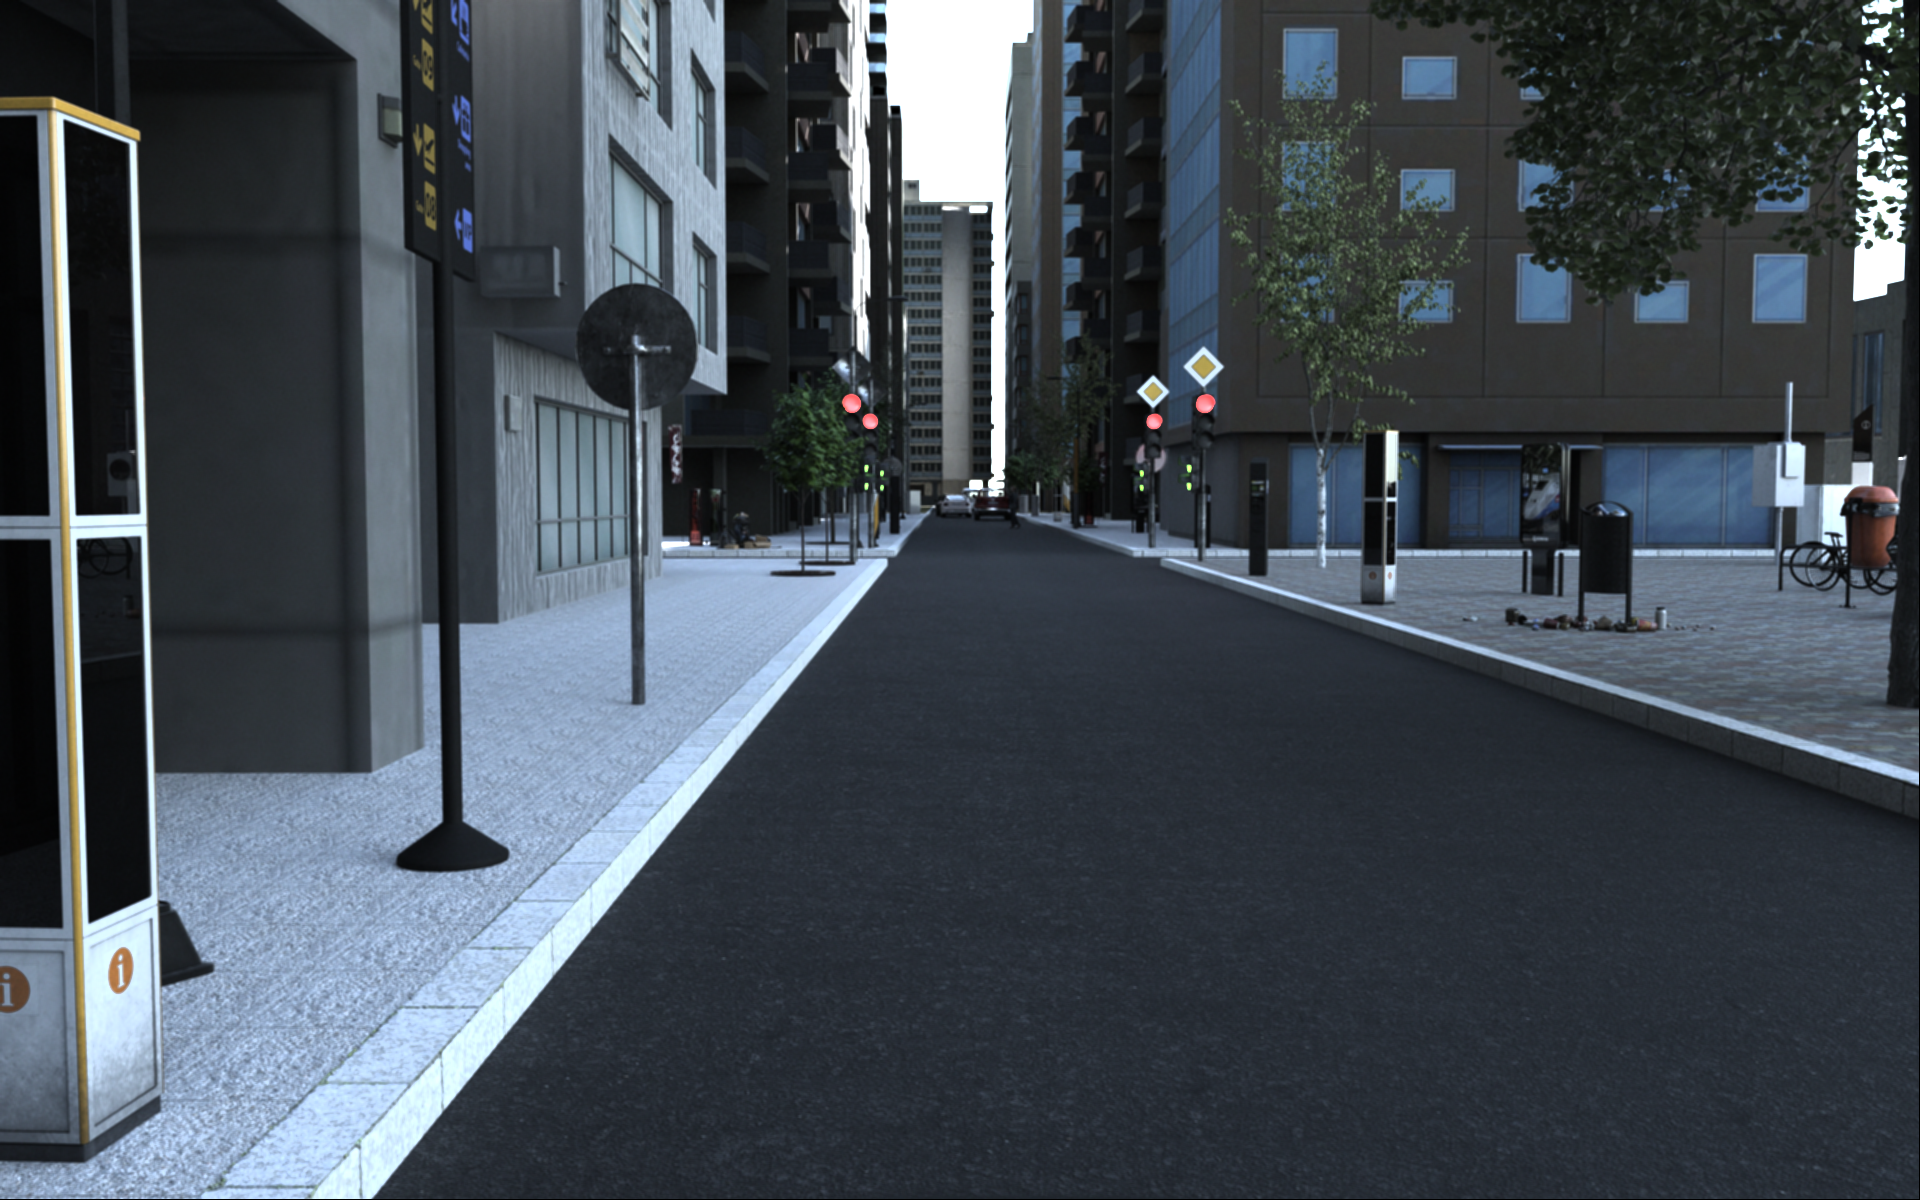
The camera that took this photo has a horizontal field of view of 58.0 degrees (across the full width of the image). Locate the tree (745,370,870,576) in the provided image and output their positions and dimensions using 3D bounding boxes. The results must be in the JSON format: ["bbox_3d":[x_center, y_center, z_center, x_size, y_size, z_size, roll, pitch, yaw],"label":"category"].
[{"bbox_3d":[-2.444,-1.996,27.229,1.663,3.219,1.824,0,3,0],"label":"tree"}]

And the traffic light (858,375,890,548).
[{"bbox_3d":[-2.079,-3.178,40.881,0.839,4.253,0.868,0,4,0],"label":"traffic light"}]

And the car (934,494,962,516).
[{"bbox_3d":[-0.696,-6.344,113.505,2.009,1.686,4.222,0,4,0],"label":"car"}]

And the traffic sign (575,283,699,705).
[{"bbox_3d":[-1.964,-0.636,10.501,0.768,2.556,0.104,0,4,7],"label":"traffic sign"}]

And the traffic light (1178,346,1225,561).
[{"bbox_3d":[4.596,-2.694,32.966,0.839,4.253,0.868,0,4,0],"label":"traffic light"}]

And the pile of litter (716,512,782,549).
[{"bbox_3d":[-4.972,-1.641,40.802,1.719,0.858,1.176,-2,4,-24],"label":"pile of litter"}]

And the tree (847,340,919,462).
[{"bbox_3d":[-4.029,-8.145,83.531,4.360,8.622,3.978,0,3,0],"label":"tree"}]

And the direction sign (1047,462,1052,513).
[{"bbox_3d":[6.010,-7.580,115.935,0.379,3.537,0.876,0,4,2],"label":"direction sign"}]

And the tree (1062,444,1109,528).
[{"bbox_3d":[4.798,-4.394,66.451,1.663,3.219,1.824,0,3,0],"label":"tree"}]

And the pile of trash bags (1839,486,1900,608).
[{"bbox_3d":[10.581,-0.519,18.231,1.912,1.369,3.447,-1,4,-13],"label":"pile of trash bags"}]

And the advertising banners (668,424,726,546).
[{"bbox_3d":[-6.520,-2.851,42.809,2.074,3.025,0.090,3,5,40],"label":"advertising banners"}]

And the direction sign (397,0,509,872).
[{"bbox_3d":[-1.773,-0.854,5.955,0.379,3.537,0.876,0,4,-3],"label":"direction sign"}]

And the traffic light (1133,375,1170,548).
[{"bbox_3d":[4.532,-3.182,40.950,0.839,4.253,0.868,0,4,0],"label":"traffic light"}]

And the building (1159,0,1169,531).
[{"bbox_3d":[14.180,-17.845,63.470,14.160,30.474,14.107,0,4,0],"label":"building"}]

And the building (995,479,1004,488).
[{"bbox_3d":[18.799,-34.026,210.941,28.867,44.769,22.147,0,4,0],"label":"building"}]

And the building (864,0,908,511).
[{"bbox_3d":[-15.473,-50.834,143.814,22.319,86.520,31.000,0,4,0],"label":"building"}]

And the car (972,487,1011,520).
[{"bbox_3d":[1.800,-5.353,96.199,2.281,1.827,5.304,0,4,0],"label":"car"}]

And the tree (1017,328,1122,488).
[{"bbox_3d":[4.902,-7.691,76.113,4.737,8.622,4.395,0,3,0],"label":"tree"}]

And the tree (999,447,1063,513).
[{"bbox_3d":[4.479,-8.573,123.881,4.285,4.588,4.351,0,3,0],"label":"tree"}]

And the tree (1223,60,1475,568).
[{"bbox_3d":[6.352,-4.858,29.785,4.737,8.622,4.395,0,3,0],"label":"tree"}]

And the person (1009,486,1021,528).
[{"bbox_3d":[2.283,-3.885,72.445,0.534,1.772,0.576,0,4,-4],"label":"person"}]

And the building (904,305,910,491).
[{"bbox_3d":[-19.919,-20.348,177.722,28.899,21.520,27.650,0,4,0],"label":"building"}]

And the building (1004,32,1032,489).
[{"bbox_3d":[15.590,-33.994,179.505,21.300,48.544,21.600,0,4,0],"label":"building"}]

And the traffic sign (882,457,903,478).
[{"bbox_3d":[-2.347,-3.639,59.601,0.768,2.556,0.104,0,4,0],"label":"traffic sign"}]

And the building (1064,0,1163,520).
[{"bbox_3d":[17.010,-26.781,92.490,22.147,44.769,28.867,0,4,0],"label":"building"}]

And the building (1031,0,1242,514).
[{"bbox_3d":[12.746,-29.506,132.537,14.600,45.320,14.200,0,4,0],"label":"building"}]

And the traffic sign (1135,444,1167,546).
[{"bbox_3d":[4.655,-2.583,42.340,0.768,2.556,0.104,0,4,1],"label":"traffic sign"}]

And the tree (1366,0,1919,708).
[{"bbox_3d":[5.460,-5.635,10.258,7.486,12.596,7.792,0,3,0],"label":"tree"}]

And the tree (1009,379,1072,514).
[{"bbox_3d":[5.285,-9.853,111.460,4.360,8.622,3.978,0,3,0],"label":"tree"}]

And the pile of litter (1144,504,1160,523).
[{"bbox_3d":[8.791,-3.924,78.127,1.719,0.858,1.176,2,4,35],"label":"pile of litter"}]

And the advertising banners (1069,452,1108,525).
[{"bbox_3d":[5.365,-4.644,72.118,2.074,3.025,0.090,3,5,44],"label":"advertising banners"}]

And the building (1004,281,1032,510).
[{"bbox_3d":[18.294,-18.967,155.148,27.650,21.520,28.899,0,4,0],"label":"building"}]

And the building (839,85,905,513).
[{"bbox_3d":[-11.162,-21.481,122.908,14.160,30.474,14.107,0,4,0],"label":"building"}]

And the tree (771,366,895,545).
[{"bbox_3d":[-3.229,-3.727,44.658,4.285,4.588,4.351,0,3,0],"label":"tree"}]

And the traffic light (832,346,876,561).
[{"bbox_3d":[-2.015,-2.690,32.896,0.839,4.253,0.868,0,4,0],"label":"traffic light"}]

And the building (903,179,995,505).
[{"bbox_3d":[-7.674,-32.069,216.210,23.993,40.220,32.217,0,4,0],"label":"building"}]

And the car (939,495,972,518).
[{"bbox_3d":[-0.255,-5.790,107.033,2.083,1.381,4.827,0,4,-2],"label":"car"}]
